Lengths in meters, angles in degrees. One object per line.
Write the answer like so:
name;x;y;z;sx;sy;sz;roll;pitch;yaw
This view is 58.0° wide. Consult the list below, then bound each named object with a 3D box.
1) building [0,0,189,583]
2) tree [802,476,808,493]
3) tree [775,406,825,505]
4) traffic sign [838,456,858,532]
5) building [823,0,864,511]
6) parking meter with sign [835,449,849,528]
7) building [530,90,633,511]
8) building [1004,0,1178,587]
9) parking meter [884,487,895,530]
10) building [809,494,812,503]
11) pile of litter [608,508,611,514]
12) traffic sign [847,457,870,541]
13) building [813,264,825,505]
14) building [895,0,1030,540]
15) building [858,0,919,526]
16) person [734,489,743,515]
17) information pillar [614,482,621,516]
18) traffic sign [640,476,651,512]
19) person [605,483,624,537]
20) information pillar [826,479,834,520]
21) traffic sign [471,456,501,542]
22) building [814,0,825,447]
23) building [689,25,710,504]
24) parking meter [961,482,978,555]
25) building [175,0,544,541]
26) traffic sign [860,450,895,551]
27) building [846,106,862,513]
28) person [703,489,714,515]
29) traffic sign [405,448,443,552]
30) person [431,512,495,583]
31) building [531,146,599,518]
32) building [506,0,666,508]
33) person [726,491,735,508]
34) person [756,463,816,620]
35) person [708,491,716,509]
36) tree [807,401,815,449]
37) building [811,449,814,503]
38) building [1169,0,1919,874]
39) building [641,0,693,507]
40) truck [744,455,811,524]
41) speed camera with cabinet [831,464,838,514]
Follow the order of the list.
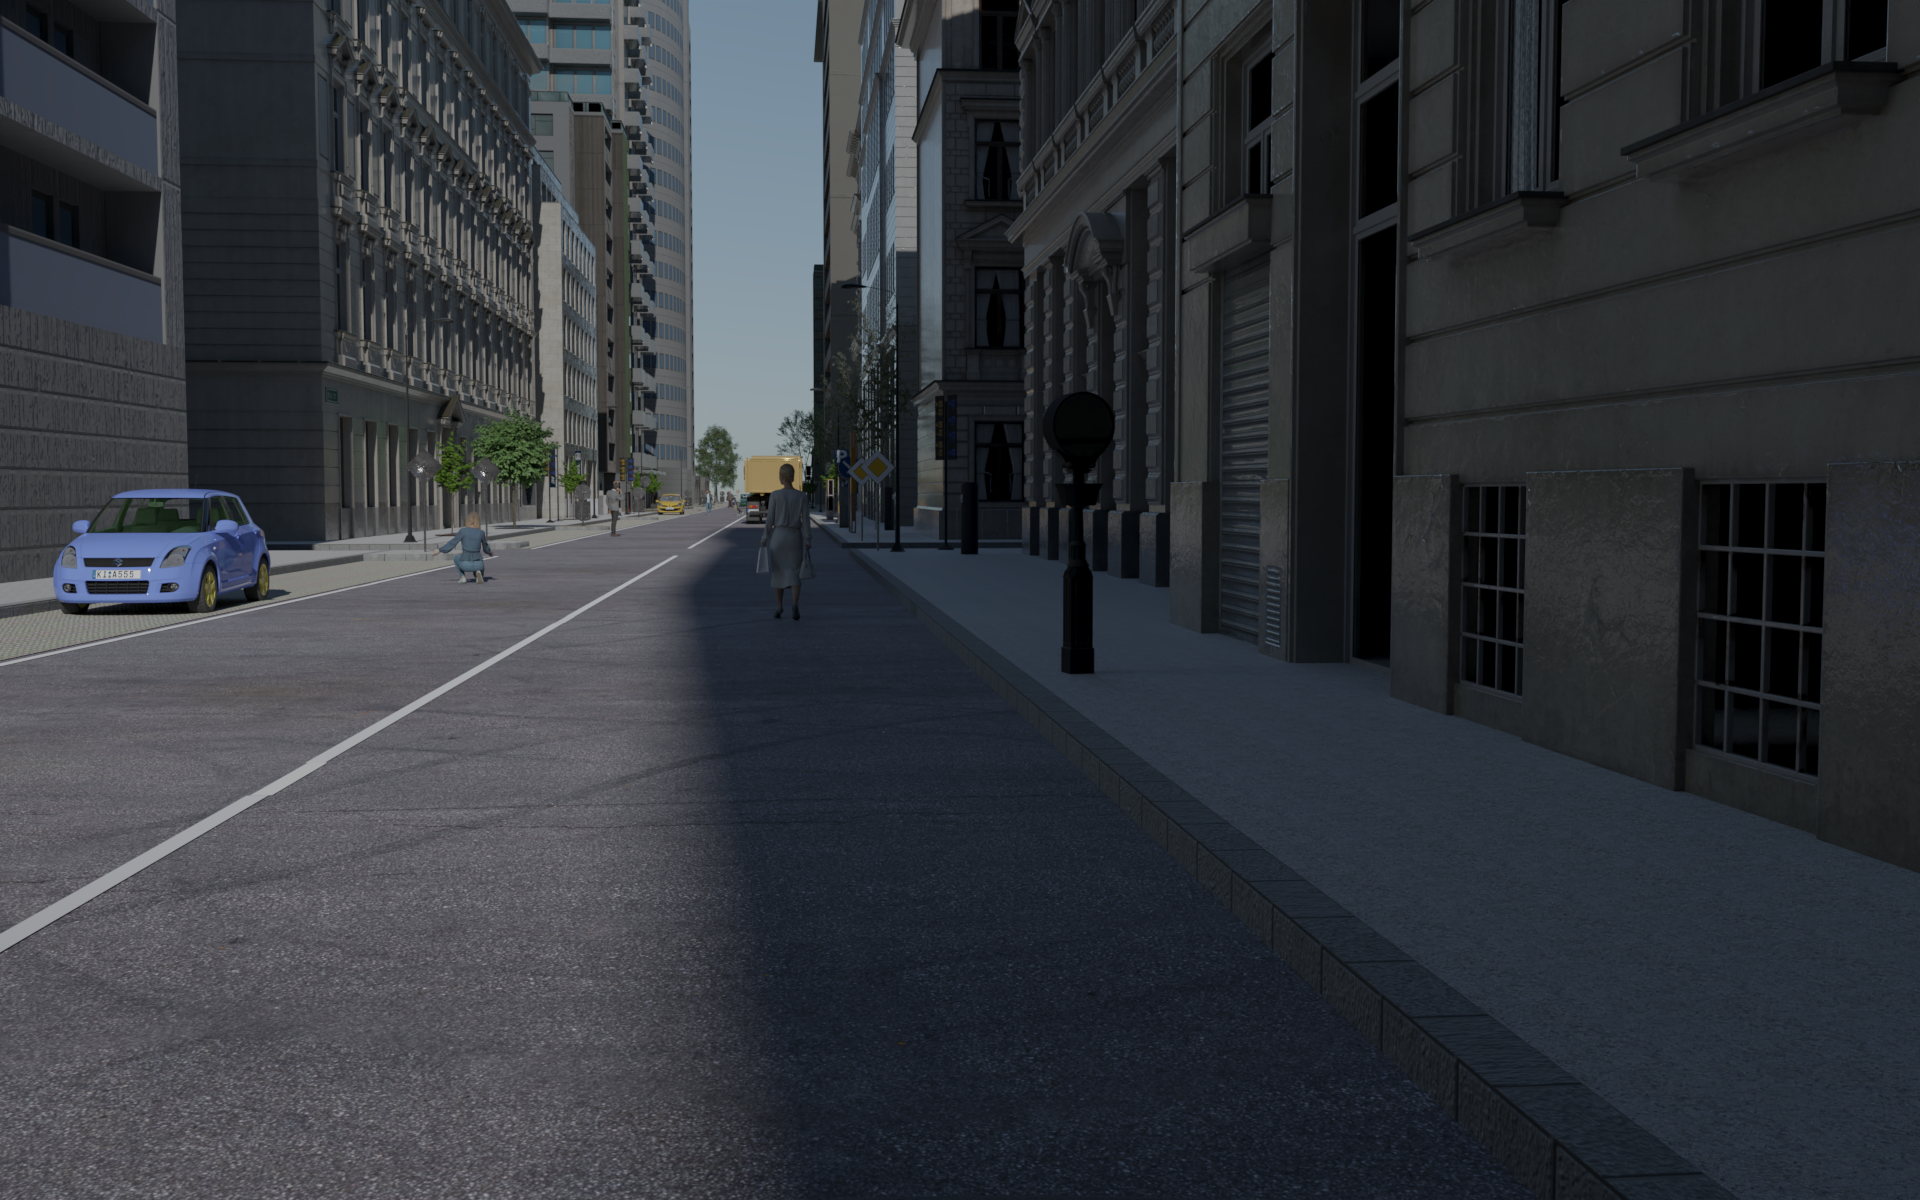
building;-28.052;-29.551;25.153;28.212;58.520;21.231;0;4;-6
tree;-14.086;-10.389;164.461;1.663;3.219;1.824;0;3;0
tree;-18.212;-17.147;206.112;9.928;11.665;9.643;0;3;0
traffic sign;-3.712;-3.560;58.311;0.768;2.556;0.104;0;4;-1
building;-0.365;-31.794;143.531;21.300;48.544;21.600;0;4;-6
parking meter with sign;-4.490;-4.301;66.580;0.543;3.016;1.738;0;4;-7
building;-31.981;-21.756;127.419;14.160;30.474;14.107;0;4;-6
building;7.027;-12.167;27.816;11.050;23.489;19.941;0;4;-6
parking meter;-2.492;-3.231;61.245;0.372;1.533;0.369;0;3;0
building;-7.807;-35.325;269.451;32.217;40.220;23.993;0;4;-6
pile of litter;-23.758;-6.232;115.859;1.176;0.858;1.719;0;4;-7
traffic sign;-2.671;-2.659;47.118;0.795;2.450;0.064;0;4;-6
building;-11.519;-27.347;218.825;14.160;30.474;14.107;0;4;-6
building;7.954;-11.561;53.648;19.286;19.102;10.561;0;4;-6
building;1.333;-18.690;83.082;11.434;29.767;29.804;0;4;-6
person;-15.016;-6.641;117.570;0.515;1.767;0.782;-1;4;-18
information pillar;-20.135;-5.955;101.857;0.304;2.012;0.304;2;4;27
traffic sign;-21.901;-7.365;120.520;0.768;2.556;0.104;0;4;1
person;-11.653;-3.044;58.450;0.473;1.802;0.592;-3;5;-39
information pillar;-6.506;-5.024;86.638;0.304;2.012;0.304;-1;4;-22
traffic sign;-12.616;-2.599;46.129;0.795;2.450;0.064;0;4;-6
building;-0.746;-36.350;183.563;28.713;52.752;27.495;0;4;-6
building;-48.030;-50.109;257.531;20.563;71.187;20.611;0;4;-6
parking meter;0.203;-1.741;36.883;0.372;1.533;0.369;0;3;0
building;-27.240;-17.750;66.628;17.030;29.872;44.131;0;4;-6
traffic sign;-1.861;-2.173;39.174;0.795;2.450;0.064;0;4;-6
building;0.077;-19.752;110.329;14.401;28.519;23.554;0;4;-6
person;-17.221;-6.700;118.387;0.623;1.781;0.721;-2;4;-32
traffic sign;-11.806;-2.113;38.185;0.795;2.450;0.064;0;4;-6
person;-7.980;-0.849;27.879;1.012;1.151;0.738;-1;4;-21
building;-26.818;-14.902;98.403;10.420;20.320;16.860;0;4;-6
building;-38.114;-32.378;148.983;23.786;49.044;30.456;0;4;-6
person;-23.905;-10.476;180.336;0.990;1.755;0.434;1;4;13
person;-1.999;-0.667;19.758;0.694;1.780;0.624;0;4;1
person;-23.259;-9.285;161.018;1.217;1.736;0.721;-1;4;-11
tree;-9.098;-10.759;126.274;4.360;8.622;3.978;0;3;0
building;-9.367;-56.735;240.293;22.319;86.520;31.000;0;4;-6
building;10.748;-10.388;3.128;16.112;22.955;30.059;0;4;-6
building;-39.033;-38.916;178.280;21.231;58.520;28.212;0;4;-6
truck;-9.150;-5.497;85.800;3.469;3.379;9.791;0;4;-4
speed camera with cabinet;-8.318;-7.270;113.201;0.660;3.252;2.038;0;4;6
